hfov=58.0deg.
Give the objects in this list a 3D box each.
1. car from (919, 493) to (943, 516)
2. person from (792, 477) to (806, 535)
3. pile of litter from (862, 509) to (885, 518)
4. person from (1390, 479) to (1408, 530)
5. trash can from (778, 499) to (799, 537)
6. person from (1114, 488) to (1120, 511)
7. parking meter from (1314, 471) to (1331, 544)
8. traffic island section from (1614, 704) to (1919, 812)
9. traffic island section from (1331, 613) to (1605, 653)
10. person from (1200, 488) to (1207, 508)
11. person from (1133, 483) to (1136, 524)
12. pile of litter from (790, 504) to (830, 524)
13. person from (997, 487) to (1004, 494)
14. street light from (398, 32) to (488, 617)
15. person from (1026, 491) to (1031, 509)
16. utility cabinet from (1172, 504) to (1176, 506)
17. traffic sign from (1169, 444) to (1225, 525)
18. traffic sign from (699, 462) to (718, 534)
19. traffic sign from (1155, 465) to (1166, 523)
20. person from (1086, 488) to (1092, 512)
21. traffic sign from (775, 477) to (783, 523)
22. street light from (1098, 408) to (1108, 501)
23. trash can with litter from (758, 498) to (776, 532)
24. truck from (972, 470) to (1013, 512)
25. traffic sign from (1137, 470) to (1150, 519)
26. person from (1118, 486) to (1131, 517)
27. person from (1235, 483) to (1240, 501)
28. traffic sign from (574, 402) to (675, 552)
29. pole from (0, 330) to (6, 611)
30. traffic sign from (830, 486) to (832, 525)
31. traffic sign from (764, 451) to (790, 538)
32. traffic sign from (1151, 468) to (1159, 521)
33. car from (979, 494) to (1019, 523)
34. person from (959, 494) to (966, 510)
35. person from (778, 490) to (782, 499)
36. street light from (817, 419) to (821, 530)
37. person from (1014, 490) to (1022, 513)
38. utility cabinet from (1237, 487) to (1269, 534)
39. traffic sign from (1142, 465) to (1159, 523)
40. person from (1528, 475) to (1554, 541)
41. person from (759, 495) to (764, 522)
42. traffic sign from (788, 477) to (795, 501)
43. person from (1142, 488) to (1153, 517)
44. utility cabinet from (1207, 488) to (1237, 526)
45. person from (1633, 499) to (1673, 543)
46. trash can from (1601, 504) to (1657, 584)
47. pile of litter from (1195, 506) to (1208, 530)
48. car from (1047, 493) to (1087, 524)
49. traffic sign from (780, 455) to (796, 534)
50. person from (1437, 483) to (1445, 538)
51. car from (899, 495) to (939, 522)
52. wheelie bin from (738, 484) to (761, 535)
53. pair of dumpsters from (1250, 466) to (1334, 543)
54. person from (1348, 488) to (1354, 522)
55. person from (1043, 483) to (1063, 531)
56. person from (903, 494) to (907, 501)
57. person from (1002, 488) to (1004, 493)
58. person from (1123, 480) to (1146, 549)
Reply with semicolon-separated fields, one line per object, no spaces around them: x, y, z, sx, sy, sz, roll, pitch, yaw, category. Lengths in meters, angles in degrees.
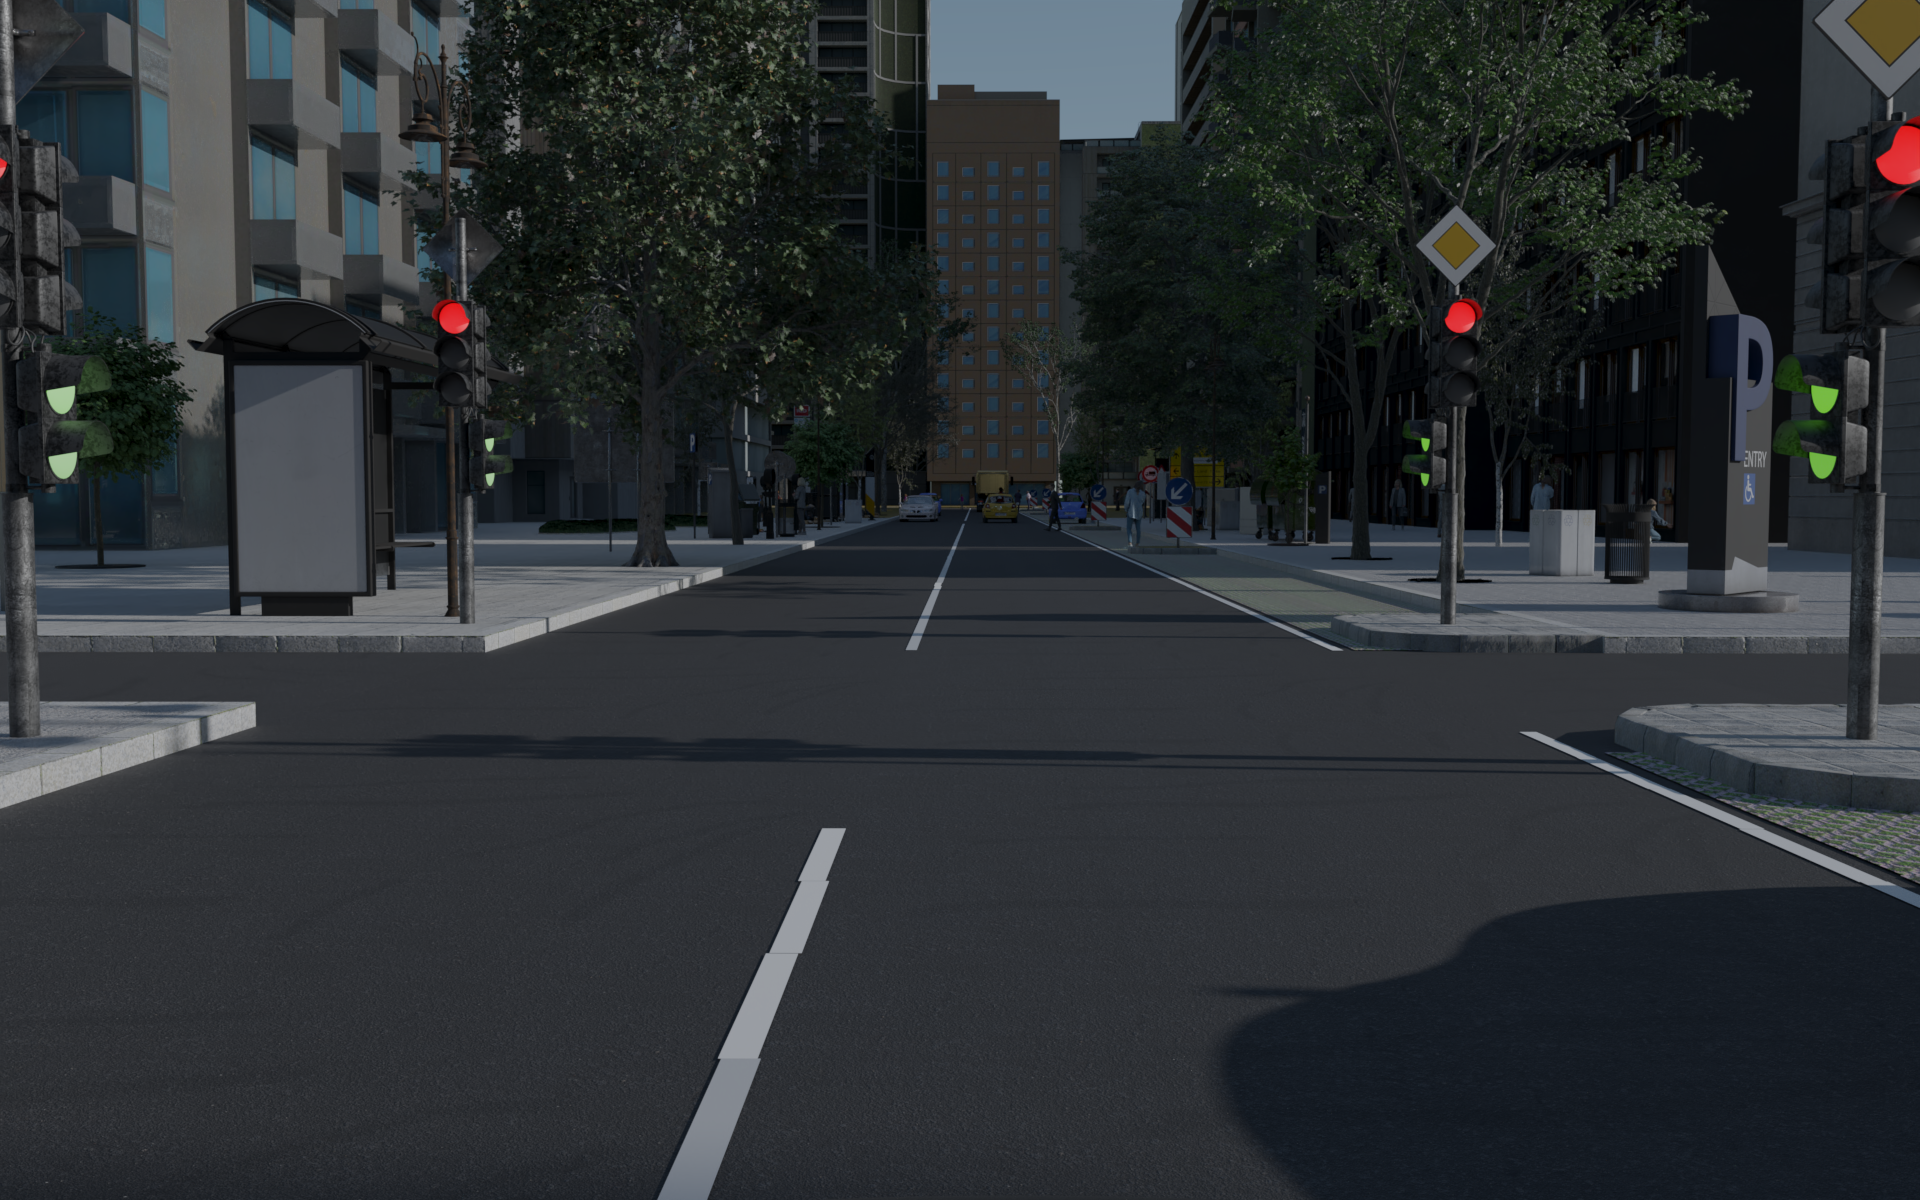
-2.084;-6.346;113.355;1.945;1.707;3.694;0;4;0;car
-5.036;-2.924;54.028;0.526;1.800;0.537;2;4;24;person
-4.791;-4.790;92.281;1.719;0.858;1.176;0;4;3;pile of litter
15.522;-3.356;61.090;0.709;1.800;0.728;3;5;42;person
-5.173;-2.456;51.817;0.748;1.137;0.748;0;3;0;trash can
12.019;-7.691;132.599;0.445;1.727;0.742;0;4;-1;person
9.341;-2.383;44.666;0.399;1.863;0.255;1;4;20;parking meter
4.760;0.806;9.102;2.009;0.180;2.903;0;4;1;traffic island section
4.835;0.318;17.087;2.009;0.180;2.903;0;4;1;traffic island section
16.365;-6.811;117.485;1.350;1.814;0.705;-3;4;-37;person
7.457;-4.138;74.047;0.444;1.785;0.601;0;4;6;person
-6.343;-3.654;73.706;1.719;0.858;1.176;0;4;3;pile of litter
2.318;-5.501;98.405;1.348;1.831;0.705;1;4;13;person
-5.312;-2.764;17.974;0.468;5.910;1.993;0;4;1;street light
6.360;-9.370;162.630;0.436;1.711;0.756;3;5;42;person
10.067;-4.360;79.968;0.318;1.500;1.173;-1;4;-8;utility cabinet
9.737;-4.725;71.129;2.265;3.308;0.079;1;4;9;traffic sign
-8.048;-3.259;55.409;0.606;2.300;0.079;0;4;2;traffic sign
8.927;-4.698;76.822;0.884;2.594;0.081;0;4;5;traffic sign
9.437;-7.242;125.166;0.721;1.735;1.217;-2;4;-30;person
-8.139;-4.675;76.544;0.768;2.556;0.104;0;4;7;traffic sign
7.576;-7.276;91.746;0.468;5.910;1.993;0;4;1;street light
-6.813;-2.910;58.629;1.678;1.210;2.233;-1;4;-16;trash can with litter
2.638;-8.843;140.507;3.469;3.379;9.791;0;4;1;truck
9.592;-5.500;90.023;0.768;2.556;0.104;0;4;3;traffic sign
9.460;-5.515;96.896;1.217;1.739;0.721;0;4;0;person
14.049;-4.978;87.405;0.622;1.834;0.822;-2;4;-29;person
-7.456;-2.725;38.432;2.265;3.308;0.079;0;4;4;traffic sign
-10.402;-1.533;18.909;0.158;3.312;0.155;0;3;0;pole
-5.313;-4.359;71.375;0.768;2.556;0.104;0;4;6;traffic sign
-5.394;-3.112;50.983;0.768;2.556;0.104;0;4;8;traffic sign
9.072;-4.959;81.179;0.768;2.556;0.104;0;4;8;traffic sign
1.997;-4.700;87.072;2.015;1.641;3.980;0;4;0;car
0.226;-9.047;159.640;0.991;1.433;0.599;-3;5;-40;person
-18.222;-10.085;173.348;0.705;1.831;1.348;-2;4;-32;person
-5.017;-5.423;61.454;0.468;5.910;1.993;0;4;1;street light
4.257;-7.303;128.354;0.683;1.767;0.568;1;4;9;person
9.322;-2.811;54.645;0.318;1.500;1.173;-2;4;-29;utility cabinet
8.318;-4.620;75.635;0.768;2.556;0.104;1;4;9;traffic sign
15.694;-2.477;46.805;0.793;1.790;0.793;-1;4;-17;person
-9.291;-4.272;80.557;0.362;1.253;0.373;-2;4;-29;person
-6.789;-4.358;71.351;0.768;2.556;0.104;0;4;1;traffic sign
10.140;-5.477;95.531;1.348;1.831;0.705;-1;4;-21;person
10.253;-3.611;67.712;1.173;1.500;0.318;2;4;33;utility cabinet
18.036;-2.073;45.437;0.738;1.151;1.012;-3;5;-39;person
9.573;-0.806;24.838;0.748;1.137;0.748;0;3;0;trash can
8.277;-2.930;61.865;1.176;0.858;1.719;1;4;10;pile of litter
5.195;-4.545;83.909;1.945;1.707;3.694;0;4;0;car
-5.701;-3.432;56.226;0.768;2.556;0.104;0;4;6;traffic sign
14.313;-2.735;50.940;0.466;1.800;0.511;-2;4;-35;person
-2.125;-4.769;90.329;2.083;1.381;4.827;0;4;2;car
-6.714;-2.826;54.112;0.980;1.594;0.693;-3;5;-40;wheelie bin
9.022;-2.733;47.182;1.574;2.255;4.437;0;4;0;pair of dumpsters
18.114;-4.479;79.392;0.709;1.813;0.853;2;4;26;person
3.576;-3.580;66.816;0.755;1.850;0.659;0;4;-1;person
-5.473;-9.793;171.832;0.599;1.433;0.991;-1;4;-17;person
2.919;-6.858;120.614;0.705;1.826;1.348;-1;4;-14;person
4.539;-2.219;45.053;0.793;1.790;0.793;3;4;39;person
